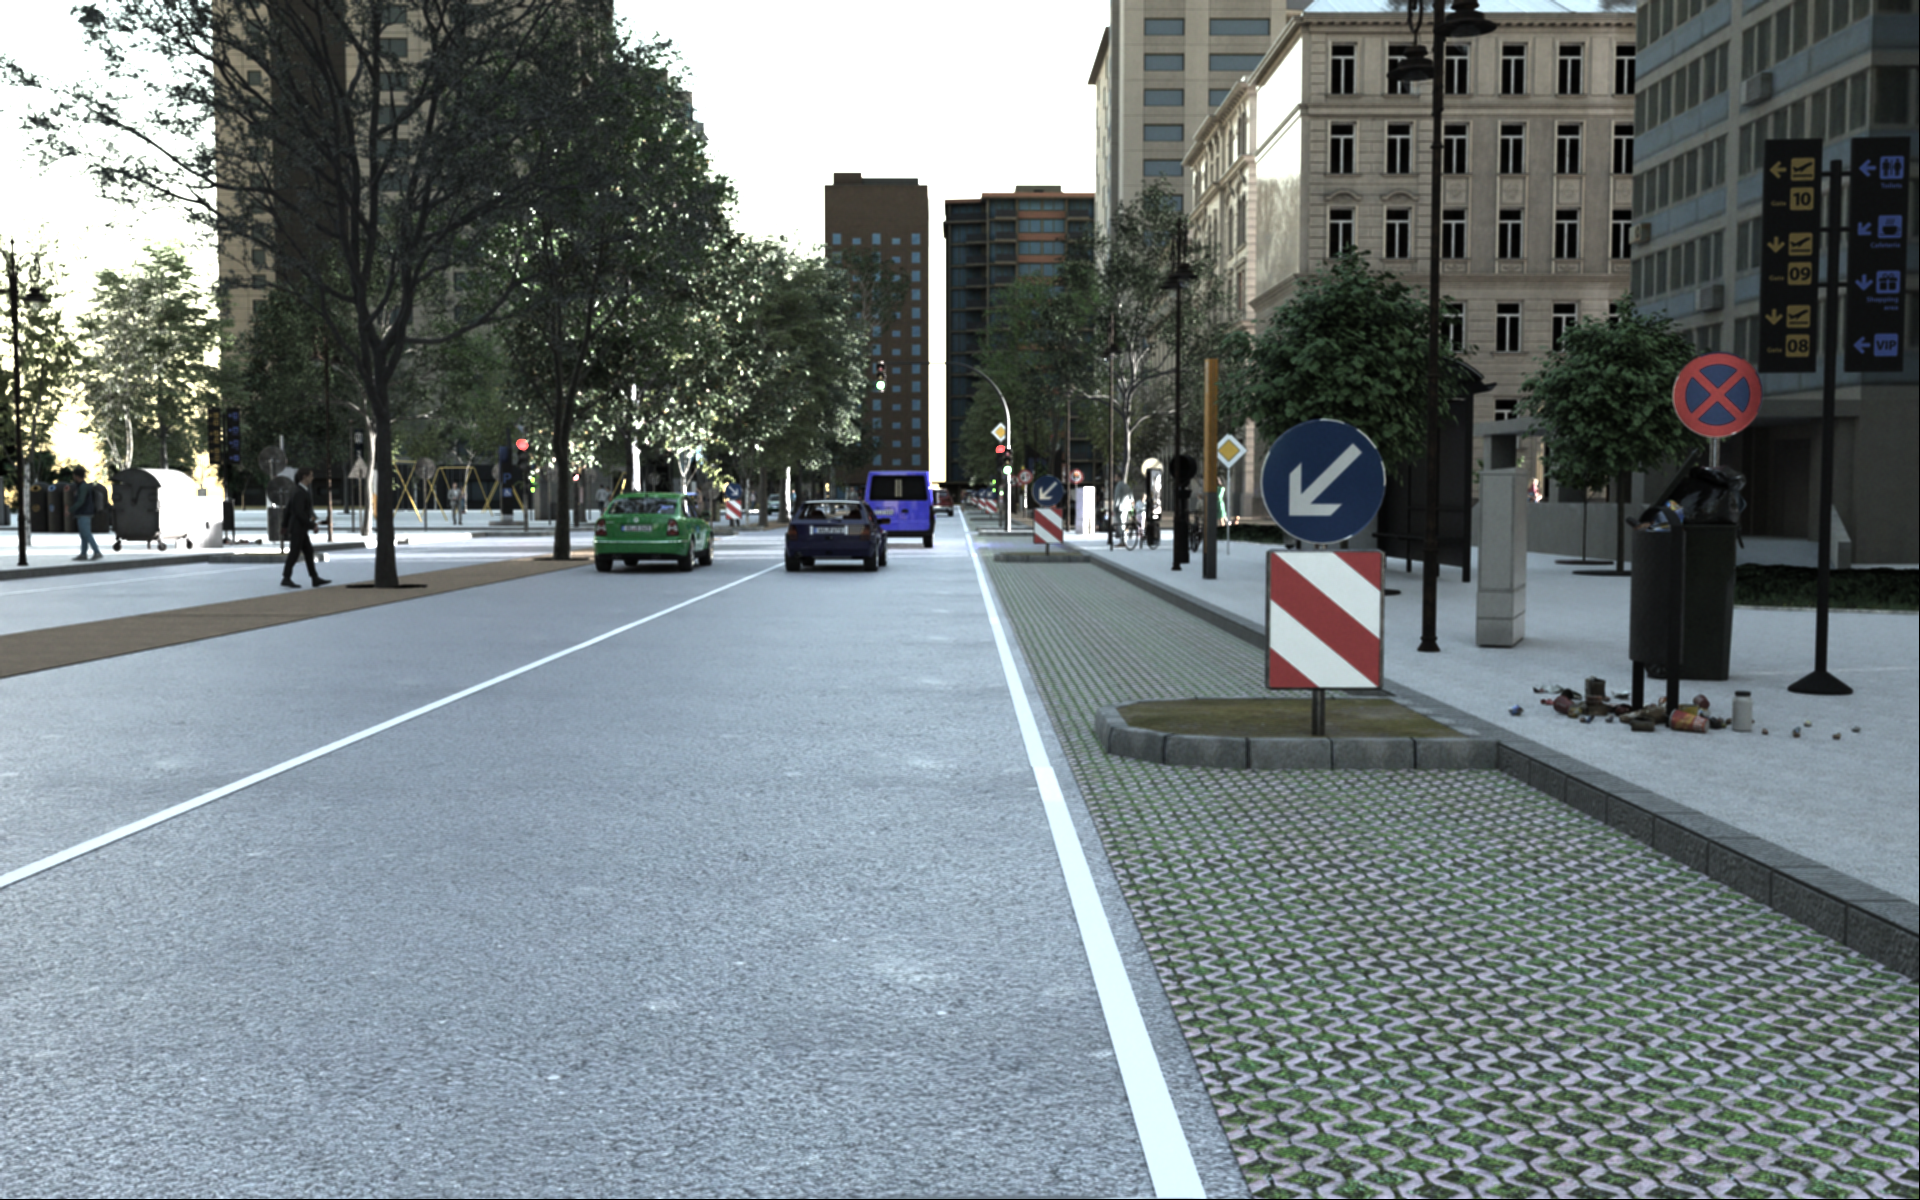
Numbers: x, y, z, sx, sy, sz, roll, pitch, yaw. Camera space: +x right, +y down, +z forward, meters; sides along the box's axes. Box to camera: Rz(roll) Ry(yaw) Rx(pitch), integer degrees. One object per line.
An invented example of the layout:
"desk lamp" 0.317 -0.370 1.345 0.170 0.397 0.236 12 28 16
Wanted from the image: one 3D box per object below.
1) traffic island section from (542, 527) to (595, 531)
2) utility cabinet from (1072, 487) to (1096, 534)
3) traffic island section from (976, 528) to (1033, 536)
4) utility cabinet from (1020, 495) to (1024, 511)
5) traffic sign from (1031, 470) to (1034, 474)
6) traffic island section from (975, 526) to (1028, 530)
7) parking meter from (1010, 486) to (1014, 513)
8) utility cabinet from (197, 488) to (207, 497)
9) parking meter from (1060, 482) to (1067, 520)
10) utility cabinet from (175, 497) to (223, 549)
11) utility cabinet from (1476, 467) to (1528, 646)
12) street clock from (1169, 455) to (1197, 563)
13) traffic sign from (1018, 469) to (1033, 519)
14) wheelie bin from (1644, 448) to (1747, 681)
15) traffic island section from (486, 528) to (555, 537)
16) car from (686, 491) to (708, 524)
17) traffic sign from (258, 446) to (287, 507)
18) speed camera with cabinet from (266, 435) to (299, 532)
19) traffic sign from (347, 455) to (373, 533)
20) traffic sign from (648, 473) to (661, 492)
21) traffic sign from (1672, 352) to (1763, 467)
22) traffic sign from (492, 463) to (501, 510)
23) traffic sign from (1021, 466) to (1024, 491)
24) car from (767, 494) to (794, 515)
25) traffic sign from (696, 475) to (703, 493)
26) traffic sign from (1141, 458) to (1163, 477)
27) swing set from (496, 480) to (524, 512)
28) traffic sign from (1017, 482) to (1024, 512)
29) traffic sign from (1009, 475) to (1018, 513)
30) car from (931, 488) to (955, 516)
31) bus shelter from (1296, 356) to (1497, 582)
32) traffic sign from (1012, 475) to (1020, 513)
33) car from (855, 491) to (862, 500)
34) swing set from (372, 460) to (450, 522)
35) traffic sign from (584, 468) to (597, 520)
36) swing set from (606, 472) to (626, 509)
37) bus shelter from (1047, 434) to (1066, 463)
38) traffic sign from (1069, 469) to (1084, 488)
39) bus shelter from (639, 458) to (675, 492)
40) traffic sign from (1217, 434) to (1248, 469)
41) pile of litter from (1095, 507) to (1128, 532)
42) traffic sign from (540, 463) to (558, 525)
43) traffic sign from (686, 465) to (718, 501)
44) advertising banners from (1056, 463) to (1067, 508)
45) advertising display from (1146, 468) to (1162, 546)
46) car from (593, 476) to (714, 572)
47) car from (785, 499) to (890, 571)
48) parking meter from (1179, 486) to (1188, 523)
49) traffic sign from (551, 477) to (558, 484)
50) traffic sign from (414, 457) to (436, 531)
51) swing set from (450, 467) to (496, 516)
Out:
"traffic island section" -15.027 -2.784 67.793 2.009 0.180 2.903 0 4 0
"utility cabinet" 3.985 -2.843 55.161 0.318 1.500 1.173 1 4 22
"traffic island section" 1.640 -2.298 59.855 2.009 0.180 2.903 0 4 0
"utility cabinet" 4.839 -7.540 134.433 0.306 1.237 1.020 1 4 12
"traffic sign" 3.938 -5.558 90.986 0.768 2.556 0.104 1 4 10
"traffic island section" 1.615 -2.786 67.840 2.009 0.180 2.903 0 4 0
"parking meter" 3.560 -6.912 118.725 0.255 1.863 0.399 -1 4 -13
"utility cabinet" -26.261 -3.139 60.002 0.318 1.500 1.173 -2 4 -26
"parking meter" 5.261 -4.968 86.939 0.399 1.863 0.255 -1 4 -14
"utility cabinet" -17.947 -1.814 40.815 1.020 1.237 0.306 -2 4 -32
"utility cabinet" 4.668 -0.382 14.930 0.318 1.500 1.173 1 4 23
"street clock" 4.134 -1.686 32.133 0.471 2.002 0.358 3 5 43
"traffic sign" 3.332 -5.396 88.337 0.768 2.556 0.104 0 4 6
"wheelie bin" 5.148 -0.261 12.180 0.693 1.594 0.980 1 4 22
"traffic island section" -15.001 -2.295 59.808 2.009 0.180 2.903 0 4 0
"car" -11.506 -3.812 71.920 1.945 1.707 3.694 0 4 0
"traffic sign" -18.287 -2.812 46.085 0.768 2.556 0.104 0 4 1
"speed camera with cabinet" -22.498 -3.867 57.565 0.660 3.252 2.038 0 4 -7
"traffic sign" -19.973 -3.527 57.677 0.884 2.594 0.081 0 4 5
"traffic sign" -17.995 -6.226 101.896 0.768 2.556 0.104 0 4 6
"traffic sign" 6.793 -0.949 15.615 0.768 2.556 0.104 1 4 9
"traffic sign" -18.825 -4.340 71.067 0.768 2.556 0.104 0 4 1
"traffic sign" 5.473 -7.911 123.212 2.265 3.308 0.079 0 4 6
"car" -12.410 -6.531 118.584 2.131 1.459 4.920 0 4 0
"traffic sign" -17.634 -7.123 116.465 0.884 2.594 0.081 0 4 6
"traffic sign" 6.725 -3.705 60.676 0.768 2.556 0.104 0 4 6
"swing set" -31.347 -7.426 119.034 2.862 2.851 3.119 -1 4 -12
"traffic sign" 4.169 -7.460 122.082 0.768 2.556 0.104 0 4 0
"traffic sign" 3.435 -7.050 115.273 0.884 2.594 0.081 0 4 8
"car" -1.459 -6.369 112.807 2.281 1.827 5.304 0 4 1
"bus shelter" 6.653 -2.058 27.577 2.014 3.302 5.546 0 4 0
"traffic sign" 3.628 -7.070 115.702 0.768 2.556 0.104 0 4 7
"car" -12.716 -12.473 212.598 2.281 1.827 5.304 0 4 -1
"swing set" -26.189 -5.138 81.631 2.862 2.851 3.119 0 4 8
"traffic sign" -18.221 -5.203 85.177 0.768 2.556 0.104 0 4 4
"swing set" -23.734 -7.714 123.746 2.862 2.851 3.119 -1 4 -22
"bus shelter" 5.628 -8.310 113.499 2.179 5.291 8.768 0 4 0
"traffic sign" 5.872 -5.355 87.668 0.768 2.556 0.104 0 4 6
"bus shelter" -20.093 -7.548 114.700 1.731 3.624 6.357 0 3 0
"traffic sign" 5.683 -2.251 36.538 0.795 2.593 0.064 1 4 9
"pile of litter" 5.024 -2.743 58.815 1.176 0.858 1.719 -1 4 -16
"traffic sign" -16.880 -4.349 71.209 0.768 2.556 0.104 0 4 3
"traffic sign" -18.103 -7.812 121.594 2.265 3.308 0.079 0 4 8
"advertising banners" 5.387 -6.203 97.605 0.090 3.025 2.074 -3 4 -36
"advertising display" 4.853 -2.335 43.390 0.123 1.923 0.974 1 4 23
"car" -5.854 -1.506 33.422 1.959 1.807 4.718 0 4 -1
"car" -2.349 -1.278 33.481 1.945 1.354 3.894 0 4 1
"parking meter" 7.289 -3.107 56.510 0.255 1.863 0.399 0 4 -3
"traffic sign" -20.251 -5.361 87.649 0.884 2.594 0.081 0 4 3
"traffic sign" -18.568 -3.671 60.120 0.768 2.556 0.104 0 4 6
"swing set" -29.295 -6.294 100.533 3.119 2.851 2.862 2 4 33
